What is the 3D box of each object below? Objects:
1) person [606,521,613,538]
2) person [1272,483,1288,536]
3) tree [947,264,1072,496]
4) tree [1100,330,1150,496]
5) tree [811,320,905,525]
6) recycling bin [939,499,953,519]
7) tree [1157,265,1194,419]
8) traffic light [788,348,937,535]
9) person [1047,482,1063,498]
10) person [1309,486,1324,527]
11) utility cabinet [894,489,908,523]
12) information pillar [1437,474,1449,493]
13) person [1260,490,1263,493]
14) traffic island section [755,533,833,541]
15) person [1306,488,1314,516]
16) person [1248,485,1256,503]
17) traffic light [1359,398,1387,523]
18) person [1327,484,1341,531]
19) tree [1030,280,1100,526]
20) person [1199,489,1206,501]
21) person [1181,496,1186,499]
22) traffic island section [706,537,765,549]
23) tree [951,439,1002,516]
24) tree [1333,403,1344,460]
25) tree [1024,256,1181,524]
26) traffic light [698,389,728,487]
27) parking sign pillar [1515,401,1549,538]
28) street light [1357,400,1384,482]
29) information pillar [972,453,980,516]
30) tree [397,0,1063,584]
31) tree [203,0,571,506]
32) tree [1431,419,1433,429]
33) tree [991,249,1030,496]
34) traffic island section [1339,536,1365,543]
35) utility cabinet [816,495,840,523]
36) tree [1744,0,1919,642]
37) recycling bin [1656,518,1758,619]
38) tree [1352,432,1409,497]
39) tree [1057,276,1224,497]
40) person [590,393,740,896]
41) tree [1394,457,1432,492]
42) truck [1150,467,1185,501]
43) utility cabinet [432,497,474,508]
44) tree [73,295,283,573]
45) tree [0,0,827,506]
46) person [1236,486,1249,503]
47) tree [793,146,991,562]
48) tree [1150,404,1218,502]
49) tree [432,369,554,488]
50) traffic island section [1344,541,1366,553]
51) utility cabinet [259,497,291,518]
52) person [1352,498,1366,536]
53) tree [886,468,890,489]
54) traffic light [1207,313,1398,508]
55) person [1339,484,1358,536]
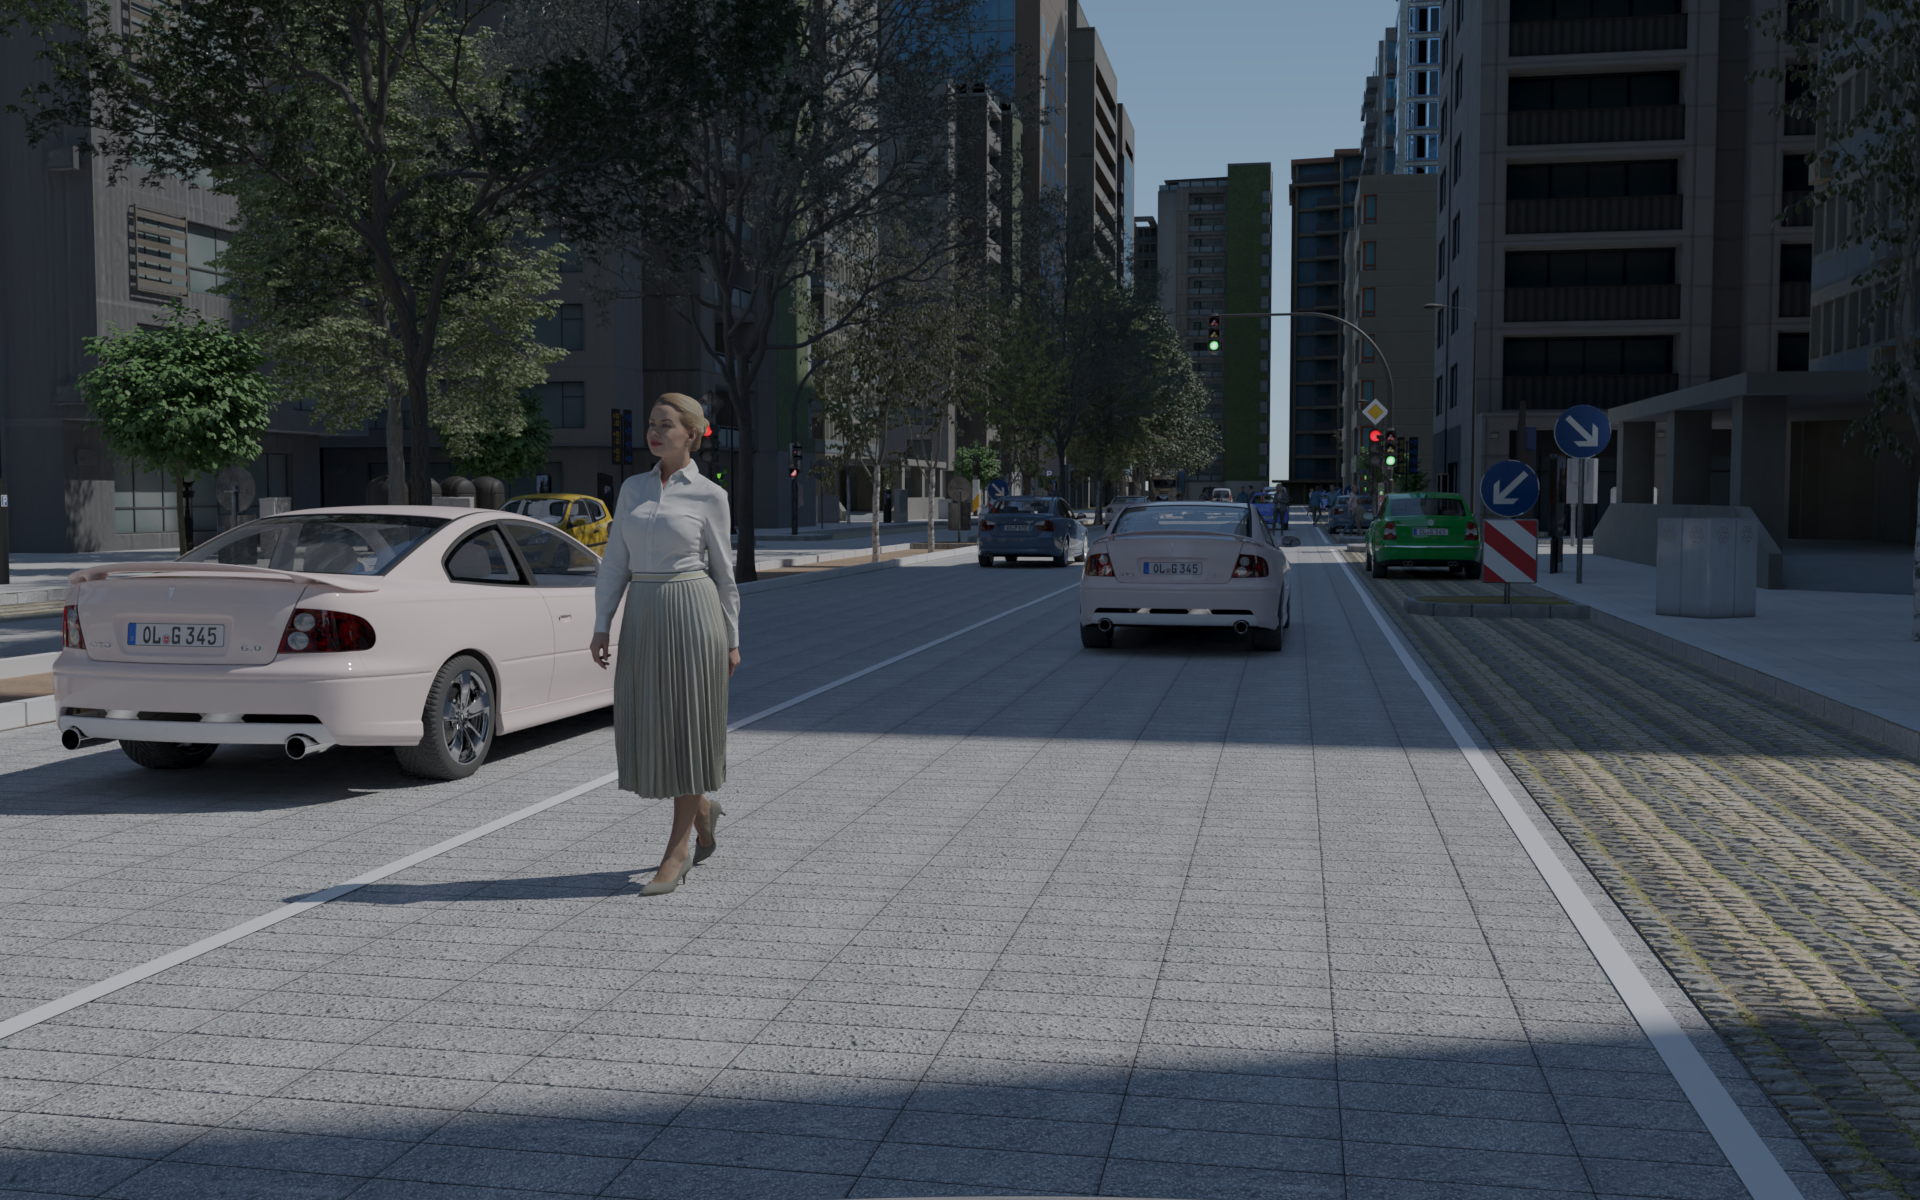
[{"bbox_3d":[-2.880,-0.094,15.045,0.382,1.210,0.505,-3,5,-44],"label":"person"},{"bbox_3d":[10.871,-3.068,58.850,0.537,1.800,0.526,2,4,33],"label":"person"},{"bbox_3d":[1.534,-6.184,53.930,4.737,8.622,4.395,0,3,0],"label":"tree"},{"bbox_3d":[6.081,-7.528,75.897,4.360,8.622,3.978,0,3,0],"label":"tree"},{"bbox_3d":[-4.482,-7.466,72.426,4.737,8.622,4.395,0,3,0],"label":"tree"},{"bbox_3d":[-0.674,-4.670,88.902,0.722,1.027,0.722,1,4,14],"label":"recycling bin"},{"bbox_3d":[3.983,-9.440,67.163,12.009,13.543,11.850,0,3,0],"label":"tree"},{"bbox_3d":[-3.100,-4.846,53.898,4.771,5.953,1.251,1,4,11],"label":"traffic light"},{"bbox_3d":[3.281,-3.186,60.397,0.655,1.846,0.447,2,4,31],"label":"person"},{"bbox_3d":[15.560,-4.088,75.677,0.444,1.785,0.601,-3,5,-39],"label":"person"},{"bbox_3d":[-2.623,-4.192,77.214,0.318,1.500,1.173,1,4,16],"label":"utility cabinet"},{"bbox_3d":[17.433,-3.553,62.580,0.304,2.012,0.304,-1,4,-13],"label":"information pillar"},{"bbox_3d":[19.859,-6.405,114.052,0.563,1.720,0.643,2,4,32],"label":"person"},{"bbox_3d":[-5.208,-1.965,54.401,2.009,0.180,2.903,1,4,11],"label":"traffic island section"},{"bbox_3d":[22.946,-6.392,113.234,0.478,1.798,0.641,-3,5,-40],"label":"person"},{"bbox_3d":[12.987,-4.182,76.839,0.822,1.834,0.622,2,4,29],"label":"person"},{"bbox_3d":[12.176,-3.793,50.943,0.839,4.253,0.868,1,4,11],"label":"traffic light"},{"bbox_3d":[14.324,-3.524,66.135,0.660,1.820,0.620,2,4,30],"label":"person"},{"bbox_3d":[2.469,-6.505,59.182,4.360,8.622,3.978,0,3,0],"label":"tree"},{"bbox_3d":[20.010,-8.171,142.113,0.705,1.823,1.348,-2,4,-32],"label":"person"},{"bbox_3d":[25.728,-11.770,200.881,1.348,1.831,0.705,-3,4,-37],"label":"person"},{"bbox_3d":[-6.720,-1.485,46.560,2.009,0.180,2.903,1,4,11],"label":"traffic island section"},{"bbox_3d":[1.028,-7.317,103.346,4.285,4.588,4.351,0,3,0],"label":"tree"},{"bbox_3d":[29.778,-10.898,128.543,4.360,8.622,3.978,0,3,0],"label":"tree"},{"bbox_3d":[6.514,-9.861,81.815,7.486,12.596,7.792,0,3,0],"label":"tree"},{"bbox_3d":[-6.682,-3.517,46.418,0.839,4.253,0.868,1,4,11],"label":"traffic light"},{"bbox_3d":[16.513,-3.802,50.627,1.447,3.967,1.447,1,4,13],"label":"parking sign pillar"},{"bbox_3d":[20.288,-6.905,85.439,1.470,5.913,1.316,1,4,11],"label":"street light"},{"bbox_3d":[0.914,-6.620,99.595,0.504,3.616,0.183,3,5,44],"label":"information pillar"},{"bbox_3d":[-3.391,-6.981,26.960,12.009,13.543,11.850,0,3,0],"label":"tree"},{"bbox_3d":[-12.267,-7.218,36.143,7.486,12.596,7.792,0,3,0],"label":"tree"},{"bbox_3d":[27.093,-8.622,91.330,4.360,8.622,3.978,0,3,0],"label":"tree"},{"bbox_3d":[-0.669,-5.447,41.883,4.360,8.622,3.978,0,3,0],"label":"tree"},{"bbox_3d":[12.213,-1.760,51.049,2.009,0.180,2.903,1,4,11],"label":"traffic island section"},{"bbox_3d":[-5.885,-4.031,77.067,1.020,1.237,0.306,-2,4,-24],"label":"utility cabinet"},{"bbox_3d":[8.610,-3.946,14.877,4.360,8.622,3.978,0,3,0],"label":"tree"},{"bbox_3d":[7.847,-0.346,18.210,0.722,1.027,0.722,-2,4,-25],"label":"recycling bin"},{"bbox_3d":[21.712,-6.433,88.890,4.285,4.588,4.351,0,3,0],"label":"tree"},{"bbox_3d":[8.498,-10.444,90.221,9.611,12.733,9.660,0,3,0],"label":"tree"},{"bbox_3d":[-1.043,0.141,6.417,0.478,1.798,0.641,2,4,25],"label":"person"},{"bbox_3d":[20.777,-5.219,79.928,1.663,3.219,1.824,0,3,0],"label":"tree"},{"bbox_3d":[21.116,-11.410,175.463,2.839,4.237,11.283,1,4,12],"label":"truck"},{"bbox_3d":[-10.939,-1.585,37.070,1.020,1.237,0.306,0,4,4],"label":"utility cabinet"},{"bbox_3d":[-12.957,-2.764,28.908,4.285,4.588,4.351,0,3,0],"label":"tree"},{"bbox_3d":[-5.170,-4.904,17.054,8.767,10.594,7.601,1,4,11],"label":"tree"},{"bbox_3d":[12.808,-4.257,78.445,0.601,1.785,0.444,1,4,15],"label":"person"},{"bbox_3d":[-1.742,-5.112,36.394,4.360,8.622,3.978,0,3,0],"label":"tree"},{"bbox_3d":[12.727,-10.795,113.370,8.767,10.594,7.601,1,4,11],"label":"tree"},{"bbox_3d":[-12.218,-3.787,45.633,4.285,4.588,4.351,0,3,0],"label":"tree"},{"bbox_3d":[10.701,-1.280,43.208,2.009,0.180,2.903,1,4,11],"label":"traffic island section"},{"bbox_3d":[-13.680,-1.434,34.610,0.306,1.237,1.020,0,4,-3],"label":"utility cabinet"},{"bbox_3d":[12.257,-2.476,53.247,0.475,1.303,0.640,-2,4,-25],"label":"person"},{"bbox_3d":[-4.470,-6.710,104.303,1.663,3.219,1.824,0,3,0],"label":"tree"},{"bbox_3d":[8.593,-4.201,43.356,4.771,5.953,1.251,1,4,11],"label":"traffic light"},{"bbox_3d":[12.328,-2.796,54.894,0.598,1.740,0.731,1,4,10],"label":"person"}]
